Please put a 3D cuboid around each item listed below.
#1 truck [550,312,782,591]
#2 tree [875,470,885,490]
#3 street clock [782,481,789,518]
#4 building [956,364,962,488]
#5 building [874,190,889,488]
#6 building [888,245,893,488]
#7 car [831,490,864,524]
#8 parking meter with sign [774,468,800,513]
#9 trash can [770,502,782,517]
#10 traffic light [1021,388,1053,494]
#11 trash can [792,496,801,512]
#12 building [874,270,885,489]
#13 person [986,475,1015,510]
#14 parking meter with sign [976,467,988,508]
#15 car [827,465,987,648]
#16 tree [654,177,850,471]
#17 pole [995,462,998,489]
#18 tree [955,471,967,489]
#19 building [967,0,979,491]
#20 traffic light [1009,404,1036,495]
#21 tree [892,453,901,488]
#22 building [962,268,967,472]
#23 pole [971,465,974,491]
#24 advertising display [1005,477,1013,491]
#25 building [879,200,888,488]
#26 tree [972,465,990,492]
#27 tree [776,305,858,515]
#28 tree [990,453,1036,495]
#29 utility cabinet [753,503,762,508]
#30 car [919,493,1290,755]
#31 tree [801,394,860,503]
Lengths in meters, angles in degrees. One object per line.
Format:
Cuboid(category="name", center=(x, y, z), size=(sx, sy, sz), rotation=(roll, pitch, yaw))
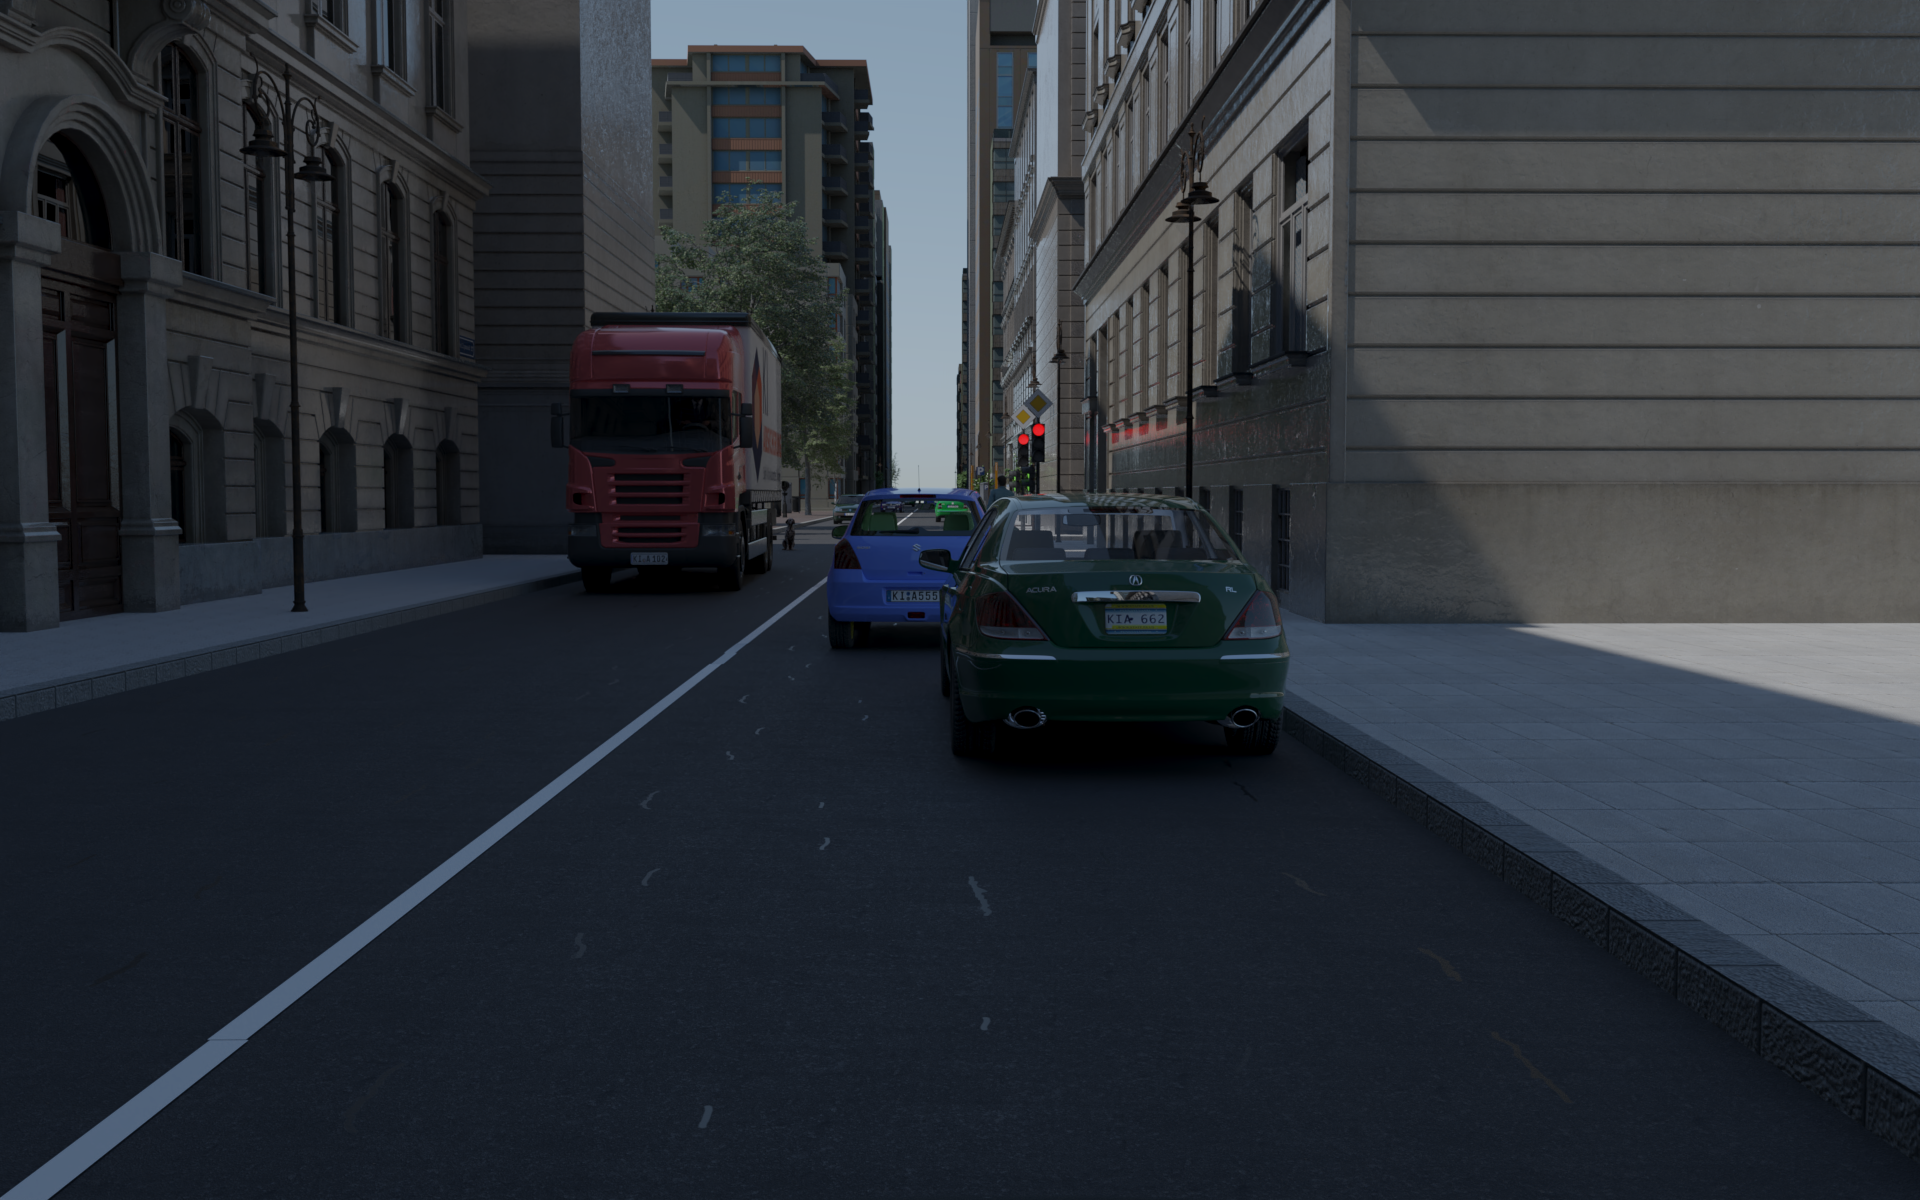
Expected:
Cuboid(category="truck", center=(-4.548, -2.454, 29.041), size=(2.839, 4.237, 11.283), rotation=(0, 4, -2))
Cuboid(category="tree", center=(-10.578, -13.645, 206.816), size=(4.285, 4.588, 4.351), rotation=(0, 3, 0))
Cuboid(category="street clock", center=(-9.548, -5.493, 94.384), size=(0.471, 2.002, 0.358), rotation=(1, 4, 21))
Cuboid(category="building", center=(13.472, -24.403, 244.021), size=(27.650, 21.520, 28.899), rotation=(0, 4, -1))
Cuboid(category="building", center=(-17.826, -37.431, 262.103), size=(14.600, 45.320, 14.200), rotation=(0, 4, -1))
Cuboid(category="building", center=(-18.041, -36.277, 276.717), size=(14.154, 41.232, 14.086), rotation=(0, 4, -1))
Cuboid(category="car", center=(-5.186, -4.522, 83.717), size=(2.009, 1.686, 4.222), rotation=(0, 4, 0))
Cuboid(category="parking meter with sign", center=(-11.512, -7.261, 114.977), size=(1.738, 3.016, 0.543), rotation=(0, 4, -4))
Cuboid(category="trash can", center=(-10.213, -5.164, 96.082), size=(0.748, 1.137, 0.748), rotation=(0, 3, 0))
Cuboid(category="traffic light", center=(2.062, -3.504, 46.215), size=(0.839, 4.253, 0.868), rotation=(0, 4, -1))
Cuboid(category="trash can", center=(-11.559, -6.770, 122.346), size=(0.748, 1.137, 0.748), rotation=(0, 3, 0))
Cuboid(category="building", center=(-16.816, -27.401, 219.701), size=(14.160, 30.474, 14.107), rotation=(0, 4, -1))
Cuboid(category="person", center=(0.853, -1.670, 35.821), size=(0.660, 1.820, 0.620), rotation=(-1, 4, -22))
Cuboid(category="parking meter with sign", center=(1.539, -6.919, 109.394), size=(0.543, 3.016, 1.738), rotation=(-1, 4, -17))
Cuboid(category="car", center=(-0.358, -0.477, 17.387), size=(1.945, 1.707, 3.694), rotation=(0, 4, 1))
Cuboid(category="tree", center=(-9.111, -10.085, 71.542), size=(9.857, 13.997, 8.962), rotation=(0, 3, 0))
Cuboid(category="pole", center=(2.349, -7.207, 111.673), size=(0.158, 3.312, 0.155), rotation=(0, 3, 0))
Cuboid(category="tree", center=(0.947, -14.005, 212.687), size=(4.285, 4.588, 4.351), rotation=(0, 3, 0))
Cuboid(category="building", center=(11.195, -38.788, 176.190), size=(21.231, 58.520, 28.212), rotation=(0, 4, -1))
Cuboid(category="traffic light", center=(1.956, -3.993, 54.200), size=(0.839, 4.253, 0.868), rotation=(0, 4, -1))
Cuboid(category="tree", center=(-11.601, -20.720, 289.140), size=(4.737, 8.622, 4.395), rotation=(0, 3, 0))
Cuboid(category="building", center=(7.200, -27.518, 221.619), size=(14.160, 30.474, 14.107), rotation=(0, 4, -1))
Cuboid(category="pole", center=(0.874, -7.920, 123.338), size=(0.158, 3.312, 0.155), rotation=(0, 3, 0))
Cuboid(category="advertising display", center=(1.811, -3.621, 64.416), size=(0.123, 1.923, 0.974), rotation=(-1, 4, -8))
Cuboid(category="building", center=(-17.473, -33.660, 233.940), size=(14.154, 41.232, 14.086), rotation=(0, 4, -1))
Cuboid(category="tree", center=(1.527, -7.385, 115.342), size=(1.663, 3.219, 1.824), rotation=(0, 3, 0))
Cuboid(category="tree", center=(-9.471, -11.376, 104.121), size=(7.486, 12.596, 7.792), rotation=(0, 3, 0))
Cuboid(category="tree", center=(2.417, -4.544, 68.894), size=(1.663, 3.219, 1.824), rotation=(0, 3, 0))
Cuboid(category="utility cabinet", center=(-8.316, -3.612, 67.728), size=(1.173, 1.500, 0.318), rotation=(-1, 4, -9))
Cuboid(category="car", center=(0.807, 0.051, 10.964), size=(2.131, 1.459, 4.920), rotation=(0, 4, -2))
Cuboid(category="tree", center=(-8.660, -10.325, 119.182), size=(4.360, 8.622, 3.978), rotation=(0, 3, 0))
